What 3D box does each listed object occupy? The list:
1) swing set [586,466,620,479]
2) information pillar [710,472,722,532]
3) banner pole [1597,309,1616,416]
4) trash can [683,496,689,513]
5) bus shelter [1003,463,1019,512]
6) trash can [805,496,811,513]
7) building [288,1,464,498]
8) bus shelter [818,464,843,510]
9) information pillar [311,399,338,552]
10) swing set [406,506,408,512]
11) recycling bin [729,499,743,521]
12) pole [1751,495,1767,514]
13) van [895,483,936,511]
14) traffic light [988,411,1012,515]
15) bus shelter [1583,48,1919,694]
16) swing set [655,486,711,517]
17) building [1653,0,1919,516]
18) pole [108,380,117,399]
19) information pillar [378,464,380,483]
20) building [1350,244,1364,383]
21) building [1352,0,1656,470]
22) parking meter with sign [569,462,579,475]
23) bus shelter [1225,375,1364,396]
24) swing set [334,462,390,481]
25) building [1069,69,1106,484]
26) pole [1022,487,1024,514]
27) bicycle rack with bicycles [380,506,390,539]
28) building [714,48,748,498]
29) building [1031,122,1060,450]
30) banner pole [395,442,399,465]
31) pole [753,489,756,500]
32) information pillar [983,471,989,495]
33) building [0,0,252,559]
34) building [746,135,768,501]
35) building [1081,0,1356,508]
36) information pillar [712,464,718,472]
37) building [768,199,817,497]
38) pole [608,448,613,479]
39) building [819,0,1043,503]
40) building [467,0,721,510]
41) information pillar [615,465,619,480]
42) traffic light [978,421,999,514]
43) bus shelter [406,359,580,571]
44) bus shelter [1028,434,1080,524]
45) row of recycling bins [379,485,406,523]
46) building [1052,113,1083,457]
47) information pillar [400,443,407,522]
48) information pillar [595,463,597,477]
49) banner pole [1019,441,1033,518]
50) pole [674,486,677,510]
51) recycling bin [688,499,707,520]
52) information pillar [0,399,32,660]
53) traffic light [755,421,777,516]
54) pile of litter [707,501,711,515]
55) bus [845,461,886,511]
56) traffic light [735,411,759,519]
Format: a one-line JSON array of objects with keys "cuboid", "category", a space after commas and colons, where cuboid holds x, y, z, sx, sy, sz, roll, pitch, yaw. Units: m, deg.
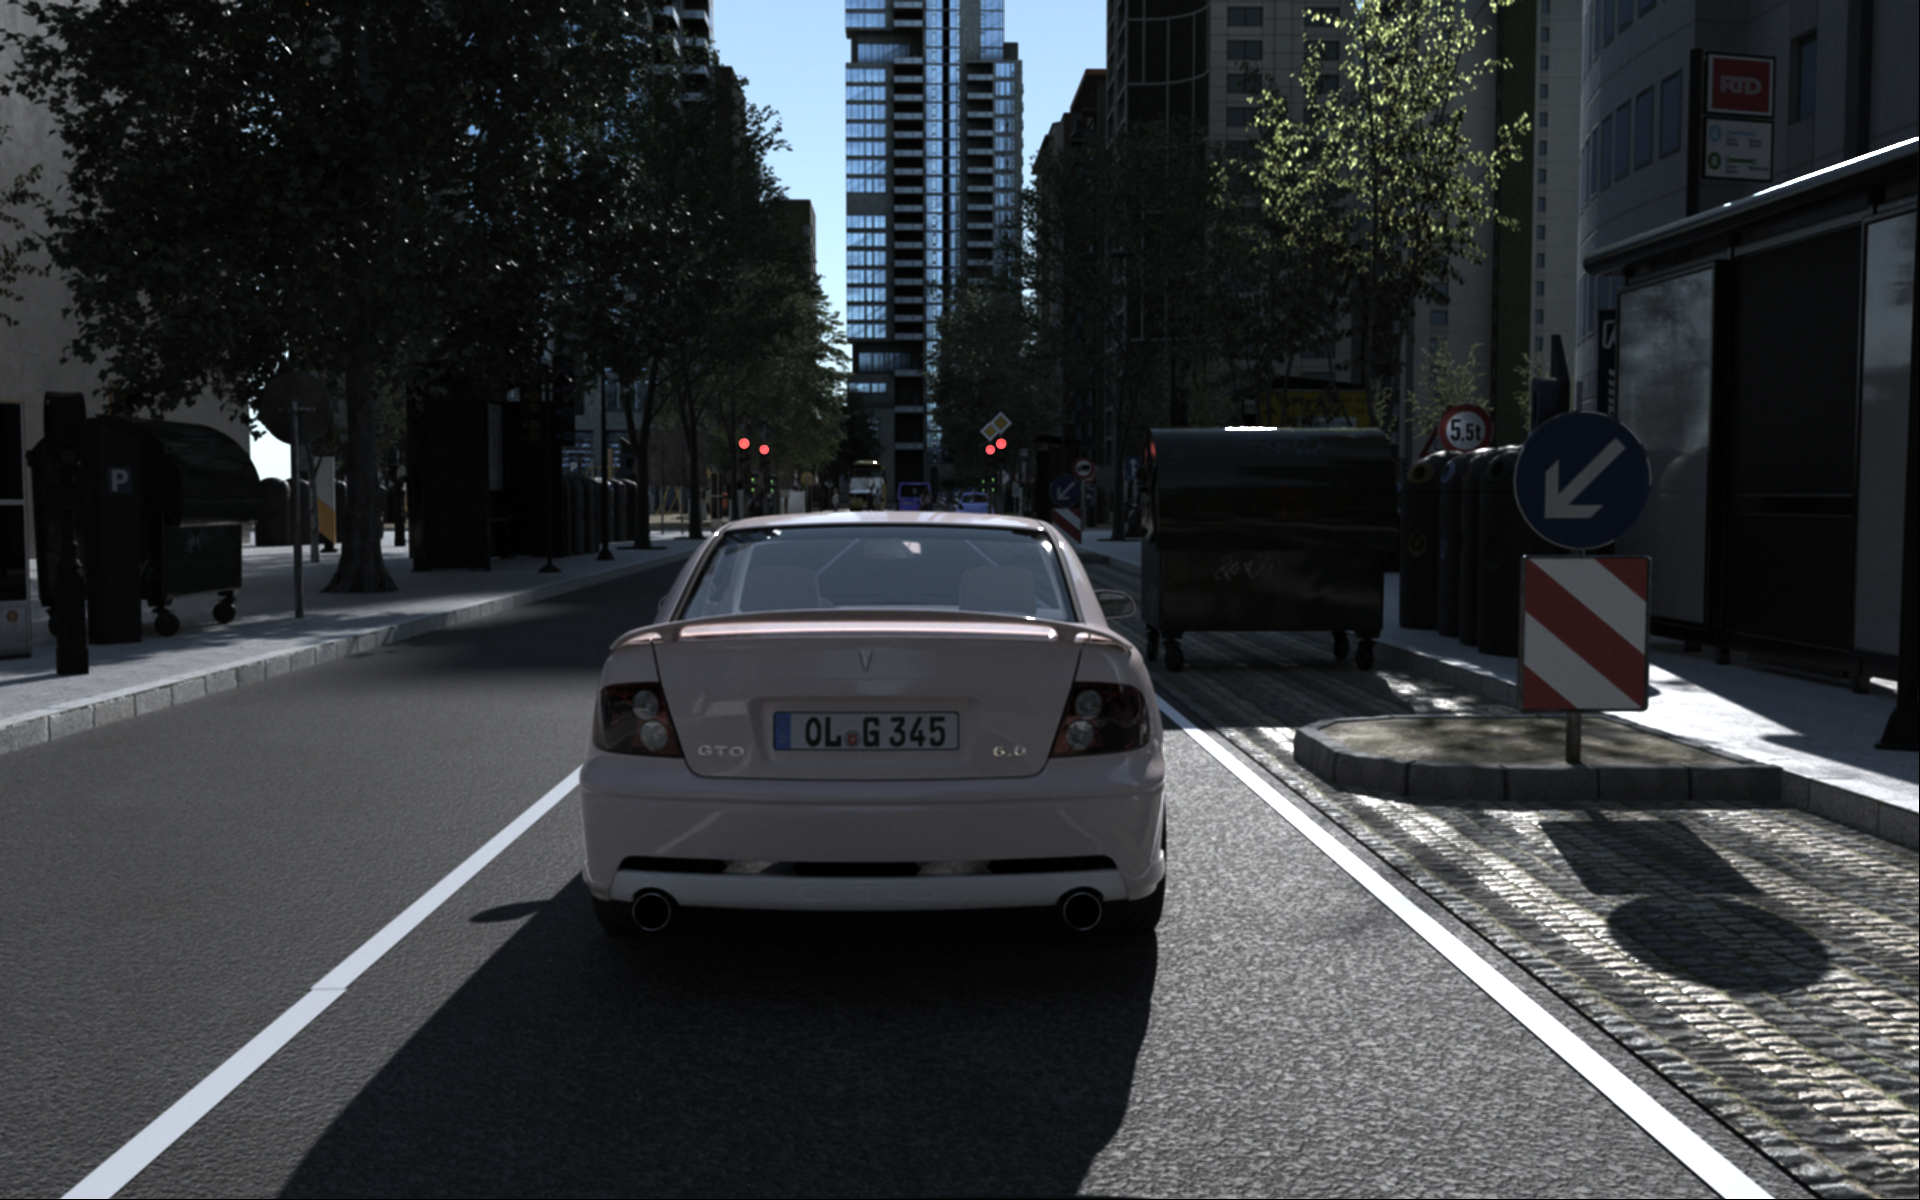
[{"cuboid": [-19.847, -6.166, 98.438, 3.119, 2.851, 2.862, 2, 4, 29], "category": "swing set"}, {"cuboid": [-8.175, -3.280, 58.120, 0.304, 2.012, 0.304, 1, 4, 16], "category": "information pillar"}, {"cuboid": [7.999, -1.876, 20.694, 0.863, 3.779, 0.401, 0, 4, 3], "category": "banner pole"}, {"cuboid": [-18.292, -6.305, 114.737, 0.748, 1.137, 0.748, 0, 3, 0], "category": "trash can"}, {"cuboid": [3.361, -8.150, 124.541, 1.731, 3.624, 6.357, 0, 4, -2], "category": "bus shelter"}, {"cuboid": [-11.870, -7.359, 131.967, 0.748, 1.137, 0.748, 0, 3, 0], "category": "trash can"}, {"cuboid": [-61.669, -46.218, 193.916, 20.611, 71.187, 20.563, 0, 4, -2], "category": "building"}, {"cuboid": [-10.336, -9.031, 138.941, 1.731, 3.624, 6.357, 0, 4, -2], "category": "bus shelter"}, {"cuboid": [-14.023, -2.863, 38.161, 0.504, 3.616, 0.183, -1, 4, -9], "category": "information pillar"}, {"cuboid": [-35.853, -6.643, 106.228, 3.119, 2.851, 2.862, -2, 4, -35], "category": "swing set"}, {"cuboid": [-10.554, -4.263, 82.248, 0.722, 1.027, 0.722, -1, 4, -17], "category": "recycling bin"}, {"cuboid": [11.759, -1.934, 25.456, 0.158, 3.312, 0.155, 0, 3, 0], "category": "pole"}, {"cuboid": [-2.441, -5.490, 94.138, 2.240, 2.365, 5.245, 0, 4, -1], "category": "van"}, {"cuboid": [1.363, -4.274, 58.807, 0.839, 4.253, 0.868, 0, 4, -2], "category": "traffic light"}, {"cuboid": [6.481, -2.185, 13.361, 2.179, 5.291, 8.768, 0, 4, -2], "category": "bus shelter"}, {"cuboid": [-15.756, -6.229, 99.472, 2.862, 2.851, 3.119, 0, 4, 4], "category": "swing set"}, {"cuboid": [23.965, -30.031, 33.001, 21.231, 58.520, 28.212, 0, 4, -2], "category": "building"}, {"cuboid": [-15.116, -2.273, 31.001, 0.158, 3.312, 0.155, 0, 3, 0], "category": "pole"}, {"cuboid": [-45.252, -8.785, 134.982, 0.183, 3.616, 0.504, -2, 4, -23], "category": "information pillar"}, {"cuboid": [38.041, -26.266, 201.150, 14.107, 30.474, 14.160, 0, 4, -2], "category": "building"}, {"cuboid": [59.817, -40.062, 197.006, 28.212, 58.520, 21.231, 0, 4, -2], "category": "building"}, {"cuboid": [-21.118, -5.917, 93.002, 0.543, 3.016, 1.738, 1, 4, 18], "category": "parking meter with sign"}, {"cuboid": [7.121, -2.820, 37.383, 1.731, 3.624, 6.357, 0, 4, -1], "category": "bus shelter"}, {"cuboid": [-30.332, -5.364, 85.324, 3.119, 2.851, 2.862, 1, 4, 19], "category": "swing set"}, {"cuboid": [22.776, -32.012, 178.016, 22.147, 44.769, 28.867, 0, 4, -2], "category": "building"}, {"cuboid": [4.089, -7.177, 111.183, 0.158, 3.312, 0.155, 0, 3, 0], "category": "pole"}, {"cuboid": [-17.706, -2.251, 50.185, 2.852, 0.926, 2.925, -1, 4, -10], "category": "bicycle rack with bicycles"}, {"cuboid": [-29.550, -32.323, 178.585, 14.600, 45.320, 14.200, 0, 4, -2], "category": "building"}, {"cuboid": [24.883, -40.443, 250.486, 27.495, 52.752, 28.713, 0, 4, -2], "category": "building"}, {"cuboid": [-27.005, -5.701, 83.231, 0.401, 3.779, 0.863, -1, 4, -9], "category": "banner pole"}, {"cuboid": [-13.008, -7.084, 109.662, 0.158, 3.312, 0.155, 0, 3, 0], "category": "pole"}, {"cuboid": [1.974, -8.390, 128.527, 0.504, 3.616, 0.183, -1, 4, -21], "category": "information pillar"}, {"cuboid": [-30.346, -15.011, 38.938, 24.014, 27.812, 14.314, 0, 4, -2], "category": "building"}, {"cuboid": [-30.169, -31.522, 198.974, 14.086, 41.232, 14.154, 0, 4, -2], "category": "building"}, {"cuboid": [21.988, -43.684, 152.485, 20.563, 71.187, 20.611, 0, 4, -2], "category": "building"}, {"cuboid": [-18.831, -8.672, 133.139, 0.504, 3.616, 0.183, 3, 4, 38], "category": "information pillar"}, {"cuboid": [-27.284, -34.164, 242.173, 14.086, 41.232, 14.154, 0, 4, -2], "category": "building"}, {"cuboid": [-15.537, -5.086, 77.001, 0.158, 3.312, 0.155, 0, 3, 0], "category": "pole"}, {"cuboid": [-4.271, -57.067, 245.719, 31.000, 86.520, 22.319, 0, 4, -2], "category": "building"}, {"cuboid": [-32.565, -51.499, 154.676, 22.319, 86.520, 31.000, 0, 4, -2], "category": "building"}, {"cuboid": [-27.159, -8.915, 137.114, 0.183, 3.616, 0.504, -2, 4, -33], "category": "information pillar"}, {"cuboid": [1.137, -4.763, 66.788, 0.839, 4.253, 0.868, 0, 4, -2], "category": "traffic light"}, {"cuboid": [-8.412, -2.476, 31.767, 1.731, 3.624, 6.357, 0, 4, -2], "category": "bus shelter"}, {"cuboid": [3.863, -4.892, 71.262, 1.731, 3.624, 6.357, 0, 4, -2], "category": "bus shelter"}, {"cuboid": [-25.812, -4.182, 75.494, 1.069, 1.692, 3.534, 3, 5, 41], "category": "row of recycling bins"}, {"cuboid": [18.156, -33.612, 199.674, 14.600, 45.320, 14.200, 0, 4, -2], "category": "building"}, {"cuboid": [-25.500, -5.382, 79.356, 0.183, 3.616, 0.504, 0, 4, -2], "category": "information pillar"}, {"cuboid": [-27.115, -8.421, 129.039, 0.183, 3.616, 0.504, 0, 4, -1], "category": "information pillar"}, {"cuboid": [3.087, -5.486, 79.707, 0.863, 3.779, 0.401, -1, 4, -17], "category": "banner pole"}, {"cuboid": [-23.000, -8.940, 140.014, 0.158, 3.312, 0.155, 0, 3, 0], "category": "pole"}, {"cuboid": [-12.850, -4.415, 84.733, 0.722, 1.027, 0.722, -2, 4, -29], "category": "recycling bin"}, {"cuboid": [-7.466, -0.548, 13.450, 0.304, 2.012, 0.304, 2, 4, 31], "category": "information pillar"}, {"cuboid": [-7.470, -4.747, 66.530, 0.839, 4.253, 0.868, 0, 4, -2], "category": "traffic light"}, {"cuboid": [-15.185, -5.563, 104.916, 1.719, 0.858, 1.176, 0, 4, 8], "category": "pile of litter"}, {"cuboid": [-6.973, -8.516, 130.776, 2.896, 3.916, 12.252, 0, 4, -1], "category": "bus"}, {"cuboid": [-7.244, -4.259, 58.548, 0.839, 4.253, 0.868, 0, 4, -2], "category": "traffic light"}]
